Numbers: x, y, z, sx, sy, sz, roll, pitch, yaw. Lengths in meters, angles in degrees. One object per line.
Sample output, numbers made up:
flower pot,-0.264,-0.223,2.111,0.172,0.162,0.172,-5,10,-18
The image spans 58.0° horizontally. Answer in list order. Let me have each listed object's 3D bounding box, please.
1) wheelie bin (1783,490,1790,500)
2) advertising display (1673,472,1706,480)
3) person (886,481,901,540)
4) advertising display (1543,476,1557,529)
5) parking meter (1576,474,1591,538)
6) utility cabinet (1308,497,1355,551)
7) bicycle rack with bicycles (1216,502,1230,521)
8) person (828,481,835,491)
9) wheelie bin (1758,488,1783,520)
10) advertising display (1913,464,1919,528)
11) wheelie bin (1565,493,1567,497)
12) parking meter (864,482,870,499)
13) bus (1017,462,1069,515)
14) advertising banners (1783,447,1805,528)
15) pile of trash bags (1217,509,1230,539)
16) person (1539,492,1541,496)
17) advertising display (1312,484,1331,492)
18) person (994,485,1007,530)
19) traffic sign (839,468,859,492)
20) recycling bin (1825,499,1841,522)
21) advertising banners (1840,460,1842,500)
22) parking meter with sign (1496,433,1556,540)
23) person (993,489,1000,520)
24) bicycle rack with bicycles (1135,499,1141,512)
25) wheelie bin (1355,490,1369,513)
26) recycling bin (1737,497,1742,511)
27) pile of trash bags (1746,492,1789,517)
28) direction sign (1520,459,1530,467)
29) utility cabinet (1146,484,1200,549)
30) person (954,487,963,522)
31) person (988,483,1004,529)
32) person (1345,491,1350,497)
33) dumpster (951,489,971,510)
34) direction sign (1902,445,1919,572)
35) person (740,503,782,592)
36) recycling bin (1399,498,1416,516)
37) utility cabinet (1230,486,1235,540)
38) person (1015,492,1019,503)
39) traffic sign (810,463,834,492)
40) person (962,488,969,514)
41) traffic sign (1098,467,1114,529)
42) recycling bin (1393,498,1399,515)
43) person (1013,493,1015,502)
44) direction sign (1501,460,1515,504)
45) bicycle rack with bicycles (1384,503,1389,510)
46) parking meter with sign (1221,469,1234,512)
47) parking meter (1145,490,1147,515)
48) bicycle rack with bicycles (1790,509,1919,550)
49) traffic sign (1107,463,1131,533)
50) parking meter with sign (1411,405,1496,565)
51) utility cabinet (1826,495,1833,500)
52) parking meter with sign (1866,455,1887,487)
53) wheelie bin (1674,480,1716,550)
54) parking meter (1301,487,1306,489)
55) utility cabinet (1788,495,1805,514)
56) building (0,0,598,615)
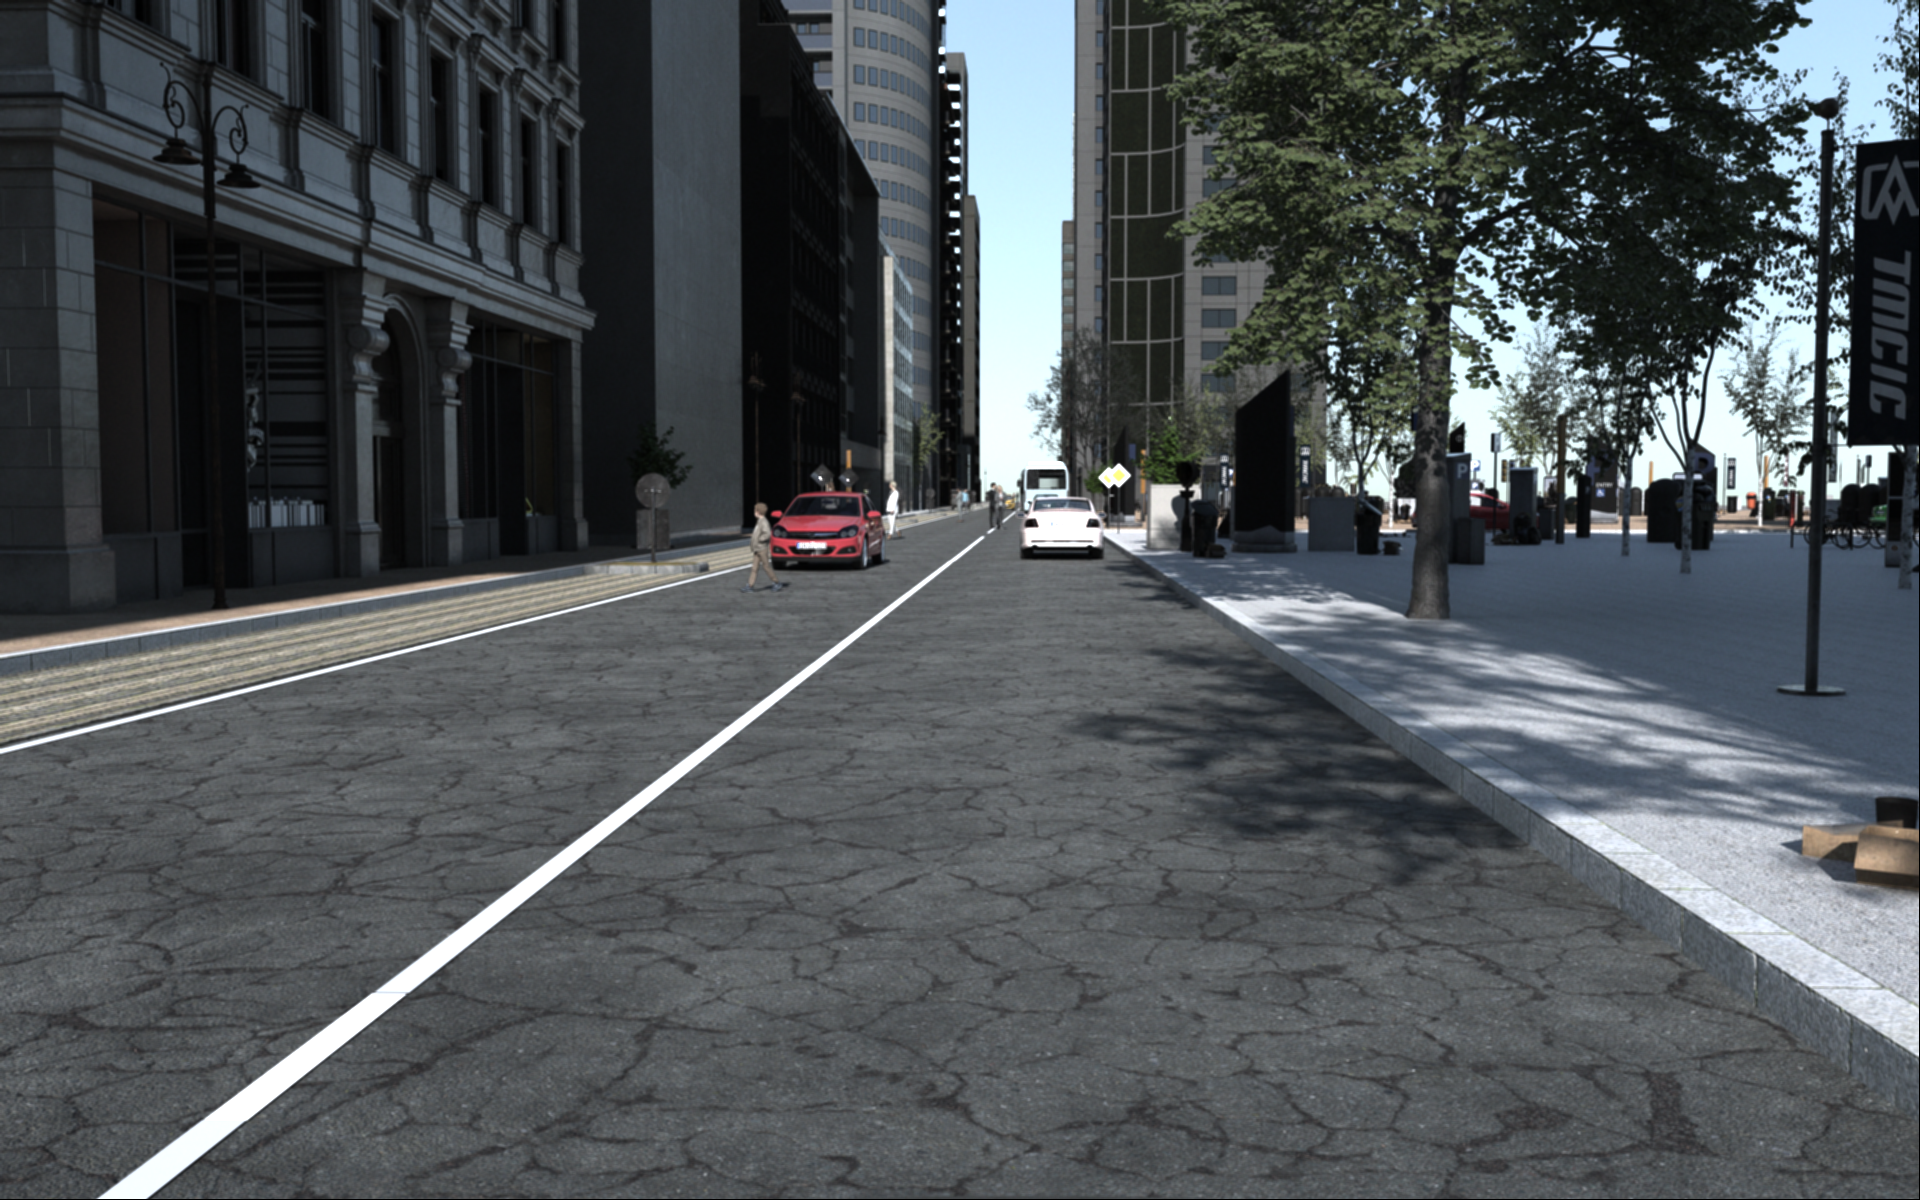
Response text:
wheelie bin,57.448,-6.908,120.847,0.693,1.594,0.980,-2,4,-30
advertising display,21.772,-2.848,51.773,0.123,1.923,0.974,-3,4,-39
person,-2.055,-2.800,54.153,0.514,1.842,0.818,3,5,43
advertising display,21.669,-3.552,63.292,0.123,1.923,0.974,-1,4,-18
parking meter,18.334,-2.764,50.903,0.399,1.863,0.255,-3,4,-36
utility cabinet,8.365,-1.701,38.974,1.020,1.237,0.306,1,4,13
bicycle rack with bicycles,13.209,-4.202,82.088,2.925,0.926,2.852,0,4,7
person,-3.717,-2.481,49.338,0.520,1.790,0.573,-1,4,-17
wheelie bin,39.554,-4.704,84.812,0.693,1.594,0.980,0,4,-1
advertising display,20.410,-1.906,36.373,0.974,1.923,0.123,1,4,20
wheelie bin,44.484,-7.367,128.356,0.980,1.594,0.693,0,4,-1
parking meter,-4.679,-4.974,87.036,0.255,1.863,0.399,1,4,13
bus,5.075,-6.822,106.406,2.948,3.499,13.247,0,4,1
advertising banners,31.367,-4.221,65.205,2.074,3.025,0.090,-3,5,-43
pile of trash bags,7.882,-2.460,49.978,3.447,1.369,1.912,0,4,4
person,72.487,-12.700,216.925,0.721,1.735,1.217,1,4,15
advertising display,22.163,-6.198,106.552,0.974,1.923,0.123,1,4,14
person,1.655,-3.757,70.104,0.537,1.800,0.526,0,4,0
traffic sign,-4.156,-3.742,64.822,0.795,2.450,0.064,0,4,3
recycling bin,40.712,-4.160,80.571,0.722,1.027,0.722,2,4,32
advertising banners,45.088,-5.653,88.618,0.090,3.025,2.074,2,4,24
parking meter with sign,16.004,-3.236,49.177,1.738,3.016,0.543,3,4,37
person,2.026,-5.244,94.101,0.748,1.841,0.638,-1,4,-22
bicycle rack with bicycles,12.344,-6.783,124.286,2.852,0.926,2.925,0,4,-7
wheelie bin,20.947,-5.034,90.221,0.693,1.594,0.980,0,4,6
recycling bin,59.477,-7.348,132.694,0.722,1.027,0.722,1,4,23
pile of trash bags,44.741,-5.286,96.180,3.447,1.369,1.912,-3,4,-36
direction sign,37.007,-7.430,113.469,0.379,3.537,0.876,-2,4,-23
utility cabinet,4.912,-1.914,39.970,1.173,1.500,0.318,-1,4,-11
person,-0.080,-4.940,89.447,0.466,1.800,0.511,0,4,3
person,1.458,-3.915,71.876,0.474,1.900,0.648,-3,4,-36
person,48.926,-12.880,219.182,1.348,1.812,0.705,2,4,33
dumpster,0.090,-9.033,155.901,1.865,1.857,1.264,0,4,5
direction sign,15.832,-2.226,28.394,0.876,3.537,0.379,-1,4,-11
person,-2.900,-0.771,25.377,0.640,1.303,0.475,-2,4,-35
recycling bin,26.070,-5.360,100.193,0.722,1.027,0.722,-3,5,-40
utility cabinet,7.841,-2.340,46.940,0.318,1.500,1.173,-2,4,-35
person,8.960,-16.091,272.417,0.721,1.723,1.217,2,4,28
traffic sign,-4.518,-3.254,56.846,0.795,2.450,0.064,0,4,3
person,0.333,-7.084,124.182,0.638,1.841,0.748,-1,4,-12
traffic sign,5.528,-3.714,64.364,0.795,2.450,0.064,0,4,3
recycling bin,26.162,-5.525,102.885,0.722,1.027,0.722,0,4,2
person,7.525,-14.031,239.368,0.415,1.643,0.593,-3,4,-36
direction sign,36.002,-7.453,113.848,0.876,3.537,0.379,-1,4,-8
bicycle rack with bicycles,31.713,-6.870,125.706,2.852,0.926,2.925,0,4,1
parking meter with sign,18.798,-7.706,122.257,0.543,3.016,1.738,0,4,-7
parking meter,11.395,-5.972,106.048,0.372,1.533,0.369,0,3,0
bicycle rack with bicycles,21.051,-1.687,40.968,2.852,0.926,2.925,-1,4,-18
traffic sign,5.165,-3.226,56.387,0.795,2.450,0.064,0,4,3
parking meter with sign,9.110,-2.197,32.189,0.543,3.016,1.738,-1,4,-21
utility cabinet,59.964,-6.664,120.124,1.020,1.237,0.306,2,4,28
parking meter with sign,41.467,-4.963,77.406,1.738,3.016,0.543,1,4,12
wheelie bin,16.990,-1.961,39.973,0.980,1.594,0.693,-2,4,-28
parking meter,19.514,-5.653,98.129,0.255,1.863,0.399,-1,4,-20
utility cabinet,53.356,-6.082,110.596,1.020,1.237,0.306,2,4,35
building,-13.807,-10.300,19.313,10.553,20.767,40.483,0,4,3
